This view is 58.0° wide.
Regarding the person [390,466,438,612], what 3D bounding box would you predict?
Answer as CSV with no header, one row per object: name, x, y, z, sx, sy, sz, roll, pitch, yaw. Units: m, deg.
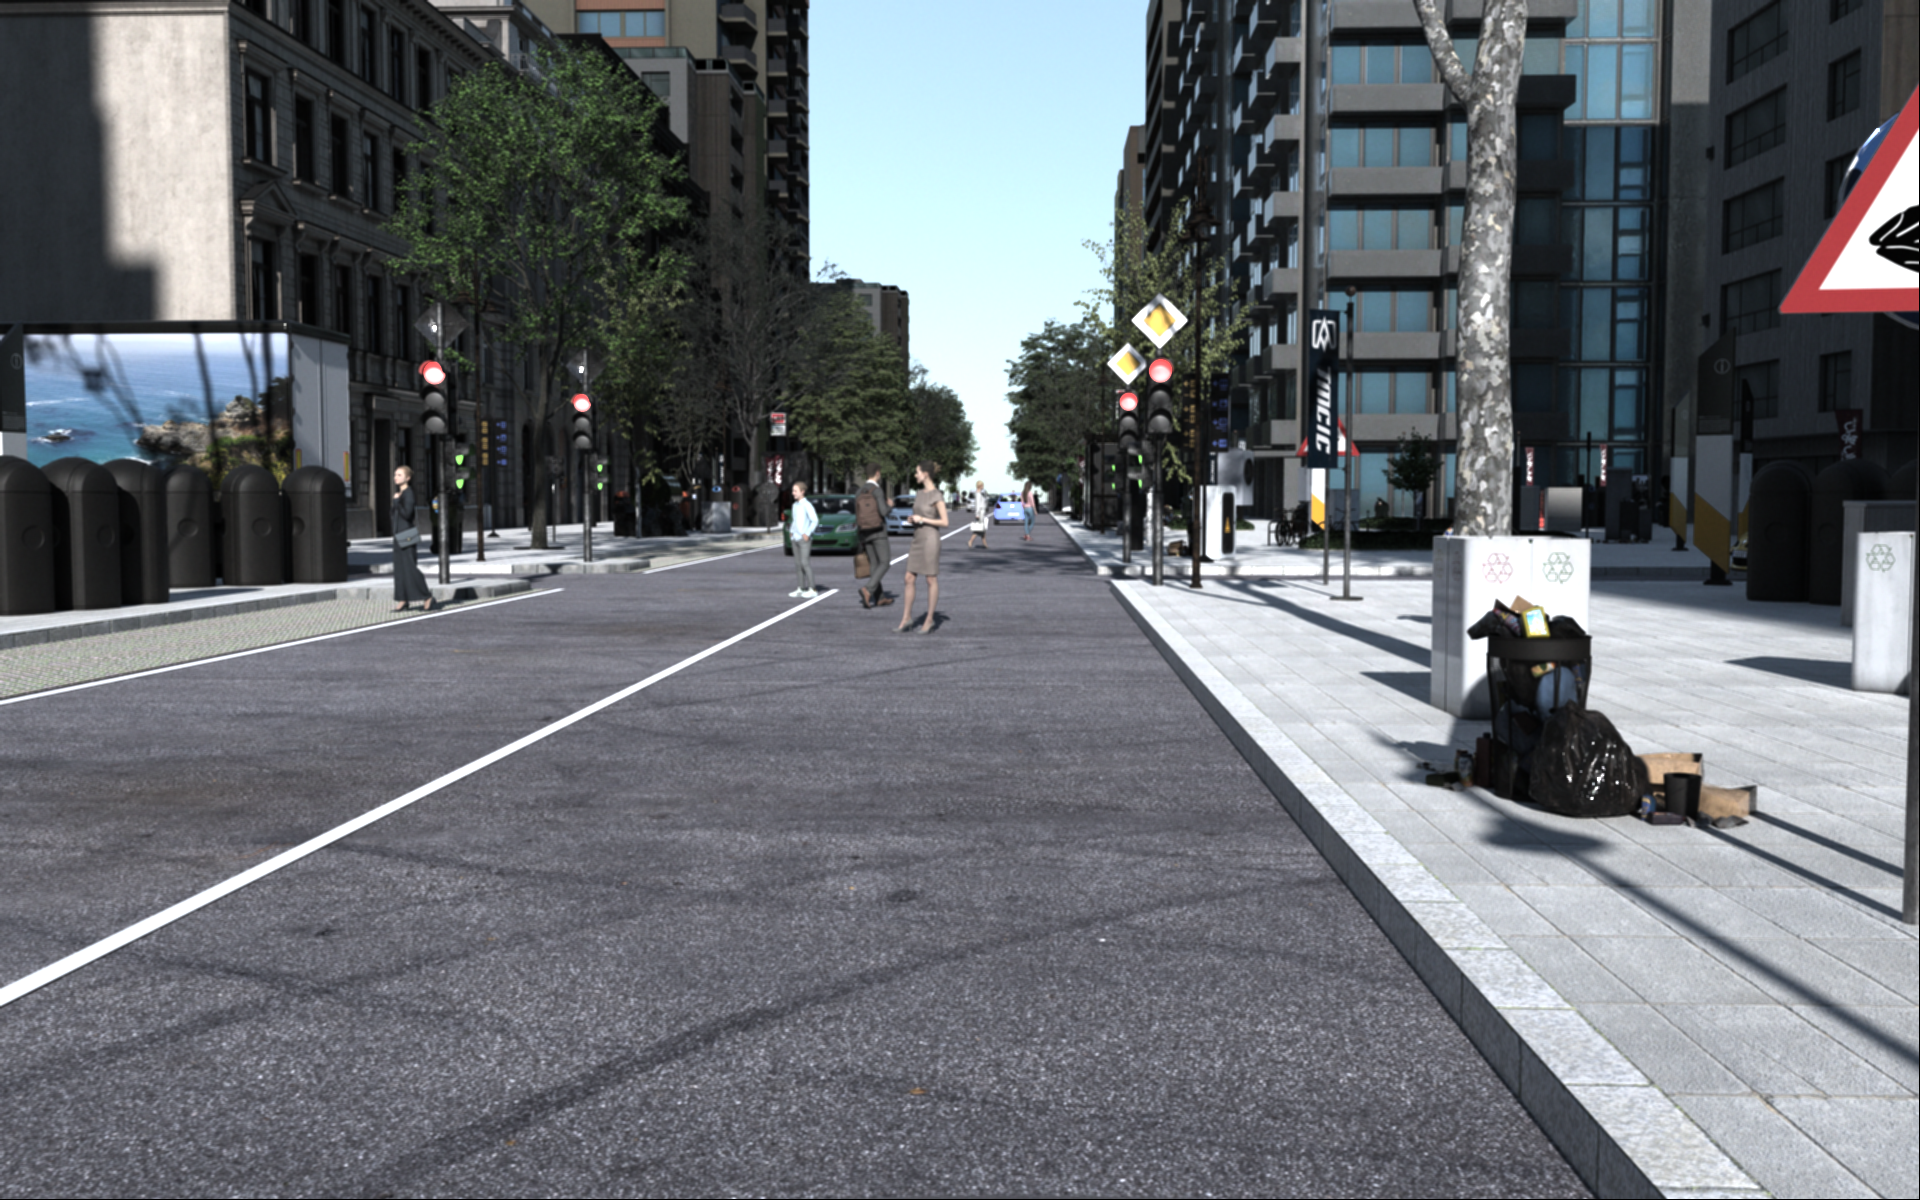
person,-6.679,-0.738,20.990,0.576,1.772,0.534,3,5,42

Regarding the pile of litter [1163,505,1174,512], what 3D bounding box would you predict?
pile of litter,8.380,-3.380,69.225,1.719,0.858,1.176,3,5,40

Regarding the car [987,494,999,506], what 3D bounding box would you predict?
car,3.477,-10.572,182.633,2.009,1.686,4.222,0,4,1

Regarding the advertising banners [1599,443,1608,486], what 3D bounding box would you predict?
advertising banners,22.809,-3.927,60.397,2.074,3.025,0.090,-3,5,-40

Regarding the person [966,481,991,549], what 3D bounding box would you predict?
person,0.477,-2.208,44.959,0.624,1.780,0.694,1,4,10

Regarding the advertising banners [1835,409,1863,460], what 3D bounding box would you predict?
advertising banners,18.928,-2.391,35.278,2.074,3.025,0.090,2,4,30

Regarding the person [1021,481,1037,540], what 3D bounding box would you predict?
person,2.142,-2.756,53.575,0.555,1.821,0.388,2,4,31

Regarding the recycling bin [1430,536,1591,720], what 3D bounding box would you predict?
recycling bin,3.215,0.147,10.158,0.722,1.027,0.722,0,4,-1

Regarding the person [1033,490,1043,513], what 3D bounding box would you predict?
person,6.019,-7.624,133.947,0.742,1.727,0.445,-1,4,-9

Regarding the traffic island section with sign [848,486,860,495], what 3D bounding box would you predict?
traffic island section with sign,-4.978,-4.495,82.127,1.989,1.847,2.006,0,4,2

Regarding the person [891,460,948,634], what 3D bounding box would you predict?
person,-0.405,-0.545,17.750,0.374,1.781,0.599,-3,4,-38

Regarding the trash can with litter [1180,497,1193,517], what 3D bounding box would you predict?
trash can with litter,9.568,-3.695,71.806,0.624,1.170,1.055,-1,4,-19

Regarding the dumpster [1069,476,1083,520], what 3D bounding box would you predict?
dumpster,6.144,-5.067,85.339,1.502,2.255,1.985,0,4,3

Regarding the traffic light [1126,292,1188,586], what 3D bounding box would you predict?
traffic light,2.758,-2.158,24.208,0.839,4.253,0.868,0,4,2

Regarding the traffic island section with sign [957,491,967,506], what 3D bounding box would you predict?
traffic island section with sign,0.607,-12.610,214.799,1.989,1.847,2.006,0,4,2

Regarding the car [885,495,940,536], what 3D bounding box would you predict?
car,-1.639,-2.959,60.381,2.014,1.417,4.499,0,4,2

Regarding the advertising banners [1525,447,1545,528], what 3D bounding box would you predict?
advertising banners,21.734,-4.188,64.656,2.074,3.025,0.090,-2,4,-33

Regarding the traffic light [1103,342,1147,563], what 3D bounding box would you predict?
traffic light,3.093,-2.646,32.187,0.839,4.253,0.868,0,4,2

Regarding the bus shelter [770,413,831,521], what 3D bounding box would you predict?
bus shelter,-8.128,-6.748,87.969,2.179,5.291,8.768,0,4,3

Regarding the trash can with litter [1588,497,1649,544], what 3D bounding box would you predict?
trash can with litter,17.072,-2.093,45.270,2.233,1.210,1.678,-1,4,-9

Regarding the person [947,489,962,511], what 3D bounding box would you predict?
person,-0.450,-8.391,145.686,1.348,1.826,0.705,-1,4,-16

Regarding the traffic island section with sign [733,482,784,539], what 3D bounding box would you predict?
traffic island section with sign,-6.106,-2.848,55.196,1.989,1.847,2.006,0,4,2

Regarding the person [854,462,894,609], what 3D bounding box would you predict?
person,-1.111,-0.822,21.907,0.622,1.834,0.822,3,4,37

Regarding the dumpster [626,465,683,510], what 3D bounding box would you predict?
dumpster,-10.045,-3.330,56.943,1.502,2.255,1.985,0,4,2

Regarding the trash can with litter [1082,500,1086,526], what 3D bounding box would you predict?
trash can with litter,5.122,-3.551,69.448,0.624,1.170,1.055,0,4,-4

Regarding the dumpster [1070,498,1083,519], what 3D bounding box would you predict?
dumpster,6.286,-5.101,89.165,1.264,1.857,1.865,0,4,2

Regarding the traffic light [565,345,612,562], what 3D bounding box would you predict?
traffic light,-7.010,-2.671,32.594,0.839,4.253,0.868,0,4,2

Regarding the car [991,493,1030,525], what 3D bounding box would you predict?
car,2.437,-4.376,81.144,1.945,1.707,3.694,0,4,0

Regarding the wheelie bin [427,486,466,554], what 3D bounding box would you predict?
wheelie bin,-11.009,-1.793,37.226,0.693,1.594,0.980,0,4,-1

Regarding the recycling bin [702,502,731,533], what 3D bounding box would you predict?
recycling bin,-8.000,-2.710,56.854,0.722,1.027,0.722,-3,5,-41

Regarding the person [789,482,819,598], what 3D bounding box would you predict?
person,-2.216,-0.848,24.180,0.330,1.601,0.589,-2,4,-29

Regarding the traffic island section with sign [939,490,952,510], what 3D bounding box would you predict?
traffic island section with sign,-1.721,-9.236,159.635,1.989,1.847,2.006,0,4,2

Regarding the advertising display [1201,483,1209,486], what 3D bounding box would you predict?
advertising display,14.772,-6.080,104.618,0.974,1.923,0.123,-2,4,-26

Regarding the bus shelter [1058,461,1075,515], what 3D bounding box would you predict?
bus shelter,6.749,-6.570,101.345,2.014,3.302,5.546,0,4,2

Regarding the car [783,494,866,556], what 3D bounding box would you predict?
car,-3.118,-1.831,41.736,2.131,1.459,4.920,0,4,2

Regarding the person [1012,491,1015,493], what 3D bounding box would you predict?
person,4.952,-9.487,164.136,0.750,1.759,0.617,-2,4,-30

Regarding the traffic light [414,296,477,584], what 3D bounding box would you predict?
traffic light,-7.345,-2.183,24.616,0.839,4.253,0.868,0,4,2

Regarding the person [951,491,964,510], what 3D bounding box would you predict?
person,-0.210,-9.005,156.408,1.217,1.739,0.721,0,4,5

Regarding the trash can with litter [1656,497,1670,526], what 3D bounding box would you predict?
trash can with litter,28.590,-3.609,70.387,0.624,1.170,1.055,1,4,21

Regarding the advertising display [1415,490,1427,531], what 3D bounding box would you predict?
advertising display,13.886,-2.877,52.251,0.123,1.923,0.974,0,4,0

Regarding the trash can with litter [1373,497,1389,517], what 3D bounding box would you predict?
trash can with litter,16.422,-3.368,66.458,1.055,1.170,0.624,0,4,7

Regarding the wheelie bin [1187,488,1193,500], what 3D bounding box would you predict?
wheelie bin,12.371,-5.142,91.981,0.693,1.594,0.980,0,4,3

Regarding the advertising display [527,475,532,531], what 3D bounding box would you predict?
advertising display,-14.949,-3.359,60.141,0.123,1.923,0.974,-1,4,-14

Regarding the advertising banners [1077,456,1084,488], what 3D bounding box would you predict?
advertising banners,6.268,-5.088,79.376,2.074,3.025,0.090,2,4,32

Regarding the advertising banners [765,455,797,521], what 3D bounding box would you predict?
advertising banners,-8.223,-5.219,81.523,2.074,3.025,0.090,1,4,19

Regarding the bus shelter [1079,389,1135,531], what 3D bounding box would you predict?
bus shelter,5.523,-5.287,64.077,2.179,5.291,8.768,0,4,2

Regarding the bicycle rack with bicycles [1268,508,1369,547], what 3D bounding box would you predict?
bicycle rack with bicycles,8.682,-1.805,42.893,2.852,0.926,2.925,3,5,42

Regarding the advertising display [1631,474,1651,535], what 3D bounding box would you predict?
advertising display,21.361,-3.036,54.856,0.123,1.923,0.974,-3,5,-43

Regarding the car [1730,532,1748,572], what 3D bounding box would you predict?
car,14.680,-1.098,28.184,3.980,1.641,2.015,0,4,1

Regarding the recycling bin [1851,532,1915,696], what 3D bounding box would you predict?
recycling bin,6.304,0.081,11.232,0.722,1.027,0.722,-3,5,-40

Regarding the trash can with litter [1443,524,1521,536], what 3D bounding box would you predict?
trash can with litter,5.069,-0.297,16.246,1.055,1.170,0.624,-2,4,-28
